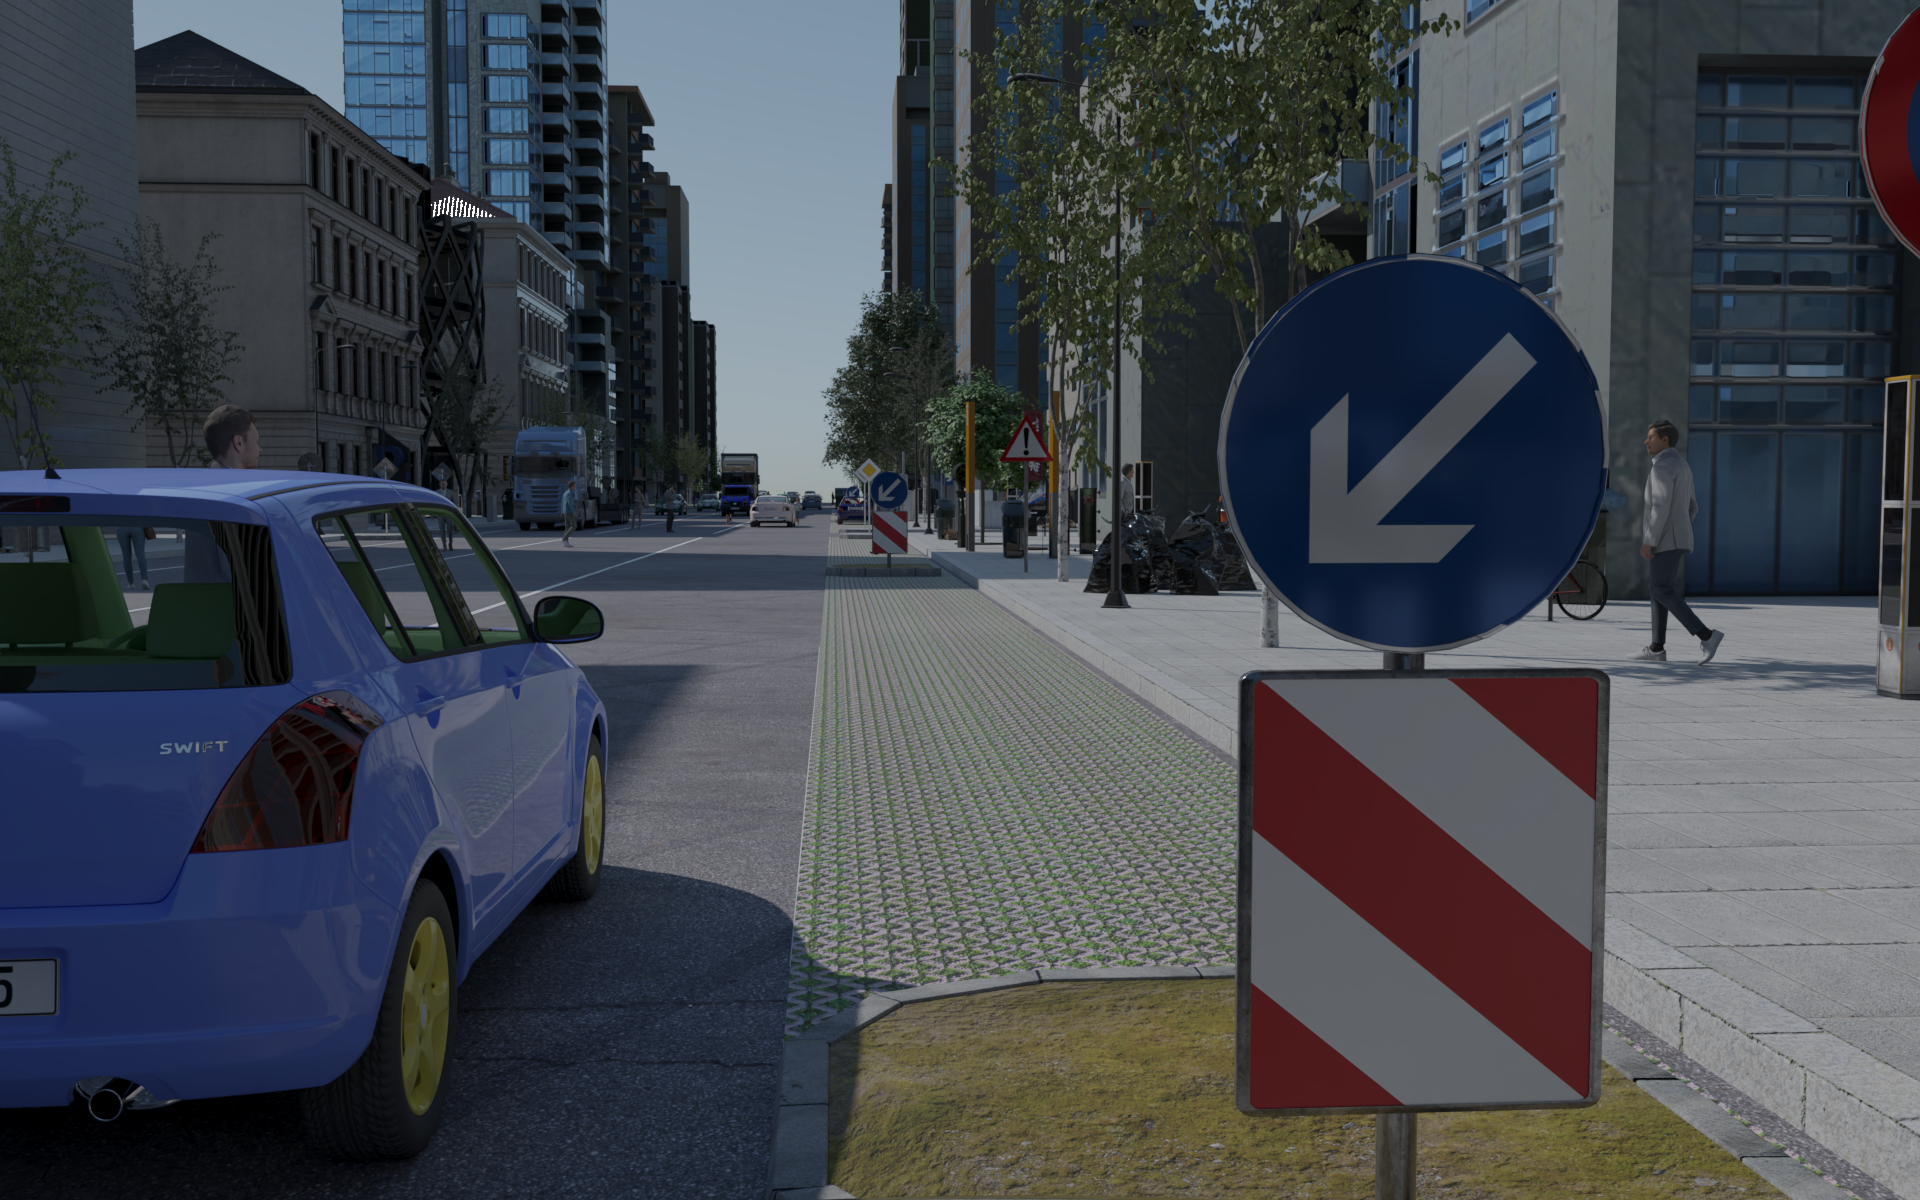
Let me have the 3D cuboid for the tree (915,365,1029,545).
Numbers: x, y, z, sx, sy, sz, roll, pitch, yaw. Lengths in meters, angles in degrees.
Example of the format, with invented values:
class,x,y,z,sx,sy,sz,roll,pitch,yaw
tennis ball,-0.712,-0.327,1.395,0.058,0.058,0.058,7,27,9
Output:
class,x,y,z,sx,sy,sz,roll,pitch,yaw
tree,0.487,-3.693,44.092,4.285,4.588,4.351,0,3,0

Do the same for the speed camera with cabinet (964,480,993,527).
class,x,y,z,sx,sy,sz,roll,pitch,yaw
speed camera with cabinet,0.698,-4.541,68.581,0.660,3.252,2.038,-1,4,-19

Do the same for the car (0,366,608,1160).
class,x,y,z,sx,sy,sz,roll,pitch,yaw
car,-2.059,0.282,4.987,1.945,1.707,3.694,0,4,-4

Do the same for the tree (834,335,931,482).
class,x,y,z,sx,sy,sz,roll,pitch,yaw
tree,-4.333,-11.616,108.053,7.486,12.596,7.792,0,3,0

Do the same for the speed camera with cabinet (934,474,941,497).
class,x,y,z,sx,sy,sz,roll,pitch,yaw
speed camera with cabinet,-1.872,-7.942,124.193,0.660,3.252,2.038,2,4,34

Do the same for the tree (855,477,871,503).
class,x,y,z,sx,sy,sz,roll,pitch,yaw
tree,-10.015,-12.730,191.841,4.285,4.588,4.351,0,3,0

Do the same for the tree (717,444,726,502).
class,x,y,z,sx,sy,sz,roll,pitch,yaw
tree,-34.303,-18.211,248.113,4.360,8.622,3.978,0,3,0

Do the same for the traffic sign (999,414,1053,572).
class,x,y,z,sx,sy,sz,roll,pitch,yaw
traffic sign,1.080,-1.730,28.282,0.884,2.594,0.081,0,4,1

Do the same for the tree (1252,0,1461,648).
class,x,y,z,sx,sy,sz,roll,pitch,yaw
tree,2.387,-3.901,14.144,4.737,8.622,4.395,0,3,0

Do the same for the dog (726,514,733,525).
class,x,y,z,sx,sy,sz,roll,pitch,yaw
dog,-10.619,-3.695,79.696,0.406,0.507,0.540,-2,4,-28

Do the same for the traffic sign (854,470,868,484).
class,x,y,z,sx,sy,sz,roll,pitch,yaw
traffic sign,-3.488,-3.770,63.826,0.795,2.593,0.064,0,4,-4

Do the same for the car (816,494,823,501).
class,x,y,z,sx,sy,sz,roll,pitch,yaw
car,-23.717,-16.768,285.948,2.131,1.459,4.920,0,4,-5

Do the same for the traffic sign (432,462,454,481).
class,x,y,z,sx,sy,sz,roll,pitch,yaw
traffic sign,-18.743,-3.703,62.738,0.795,2.593,0.064,0,4,-4

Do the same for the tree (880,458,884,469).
class,x,y,z,sx,sy,sz,roll,pitch,yaw
tree,-6.036,-11.262,134.498,4.737,8.622,4.395,0,3,0

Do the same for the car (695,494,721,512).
class,x,y,z,sx,sy,sz,roll,pitch,yaw
car,-20.736,-8.028,143.057,2.131,1.459,4.920,0,4,-5

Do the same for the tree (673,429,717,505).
class,x,y,z,sx,sy,sz,roll,pitch,yaw
tree,-30.504,-14.946,194.723,4.360,8.622,3.978,0,3,0

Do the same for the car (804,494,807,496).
class,x,y,z,sx,sy,sz,roll,pitch,yaw
car,-17.838,-11.961,205.792,2.015,1.641,3.980,0,4,-3

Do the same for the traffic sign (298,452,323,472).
class,x,y,z,sx,sy,sz,roll,pitch,yaw
traffic sign,-19.712,-3.207,52.546,0.768,2.556,0.104,0,4,2

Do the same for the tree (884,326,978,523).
class,x,y,z,sx,sy,sz,roll,pitch,yaw
tree,-1.352,-7.755,77.151,4.360,8.622,3.978,0,3,0

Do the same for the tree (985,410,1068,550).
class,x,y,z,sx,sy,sz,roll,pitch,yaw
tree,1.444,-2.771,39.903,1.663,3.219,1.824,0,3,0

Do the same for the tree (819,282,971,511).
class,x,y,z,sx,sy,sz,roll,pitch,yaw
tree,-3.227,-10.844,94.301,9.611,12.733,9.660,0,3,0

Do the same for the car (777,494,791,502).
class,x,y,z,sx,sy,sz,roll,pitch,yaw
car,-21.413,-12.236,208.848,1.959,1.807,4.718,0,4,-3

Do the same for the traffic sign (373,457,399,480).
class,x,y,z,sx,sy,sz,roll,pitch,yaw
traffic sign,-18.163,-3.216,54.774,0.795,2.593,0.064,0,4,-4

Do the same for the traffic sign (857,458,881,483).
class,x,y,z,sx,sy,sz,roll,pitch,yaw
traffic sign,-2.907,-3.283,55.862,0.795,2.593,0.064,0,4,-4

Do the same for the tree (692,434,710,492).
class,x,y,z,sx,sy,sz,roll,pitch,yaw
tree,-31.999,-15.686,206.825,4.737,8.622,4.395,0,3,0

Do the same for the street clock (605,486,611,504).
class,x,y,z,sx,sy,sz,roll,pitch,yaw
street clock,-27.549,-8.016,135.632,0.471,2.002,0.358,-2,4,-28

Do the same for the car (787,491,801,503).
class,x,y,z,sx,sy,sz,roll,pitch,yaw
car,-22.881,-13.939,236.579,2.281,1.827,5.304,0,4,-4

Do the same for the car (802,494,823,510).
class,x,y,z,sx,sy,sz,roll,pitch,yaw
car,-13.506,-8.933,158.056,2.014,1.417,4.499,0,4,-3

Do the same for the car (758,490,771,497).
class,x,y,z,sx,sy,sz,roll,pitch,yaw
car,-18.771,-9.364,161.776,2.281,1.827,5.304,0,4,-4

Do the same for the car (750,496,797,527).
class,x,y,z,sx,sy,sz,roll,pitch,yaw
car,-8.214,-3.901,76.145,2.083,1.381,4.827,0,4,-3

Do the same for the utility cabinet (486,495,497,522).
class,x,y,z,sx,sy,sz,roll,pitch,yaw
utility cabinet,-21.459,-4.171,79.362,0.306,1.237,1.020,0,4,-5

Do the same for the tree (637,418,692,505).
class,x,y,z,sx,sy,sz,roll,pitch,yaw
tree,-28.933,-13.192,166.057,4.737,8.622,4.395,0,3,0

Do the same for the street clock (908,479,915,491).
class,x,y,z,sx,sy,sz,roll,pitch,yaw
street clock,-2.384,-4.793,82.942,0.471,2.002,0.358,1,4,9

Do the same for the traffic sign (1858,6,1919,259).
class,x,y,z,sx,sy,sz,roll,pitch,yaw
traffic sign,2.568,-0.258,4.317,0.768,2.556,0.104,0,4,-2

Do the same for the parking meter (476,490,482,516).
class,x,y,z,sx,sy,sz,roll,pitch,yaw
parking meter,-28.376,-5.735,102.183,0.372,1.533,0.369,0,3,0

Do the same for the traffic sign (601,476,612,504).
class,x,y,z,sx,sy,sz,roll,pitch,yaw
traffic sign,-24.730,-7.406,121.189,0.768,2.556,0.104,0,4,4

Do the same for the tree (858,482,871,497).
class,x,y,z,sx,sy,sz,roll,pitch,yaw
tree,-9.598,-11.811,187.710,1.663,3.219,1.824,0,3,0

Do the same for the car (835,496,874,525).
class,x,y,z,sx,sy,sz,roll,pitch,yaw
car,-4.940,-4.246,81.999,1.945,1.354,3.894,0,4,-3

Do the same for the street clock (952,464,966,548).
class,x,y,z,sx,sy,sz,roll,pitch,yaw
street clock,0.060,-2.243,41.247,0.471,2.002,0.358,-2,4,-26

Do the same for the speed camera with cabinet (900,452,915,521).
class,x,y,z,sx,sy,sz,roll,pitch,yaw
speed camera with cabinet,-2.572,-5.321,81.331,0.660,3.252,2.038,1,4,20

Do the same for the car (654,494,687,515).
class,x,y,z,sx,sy,sz,roll,pitch,yaw
car,-19.729,-6.515,118.325,2.131,1.459,4.920,0,4,-3

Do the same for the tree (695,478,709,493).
class,x,y,z,sx,sy,sz,roll,pitch,yaw
tree,-32.010,-13.425,214.097,1.663,3.219,1.824,0,3,0

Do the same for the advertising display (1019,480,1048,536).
class,x,y,z,sx,sy,sz,roll,pitch,yaw
advertising display,2.169,-2.892,52.491,0.974,1.923,0.123,1,4,16

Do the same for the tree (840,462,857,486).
class,x,y,z,sx,sy,sz,roll,pitch,yaw
tree,-15.109,-18.224,248.328,4.360,8.622,3.978,0,3,0

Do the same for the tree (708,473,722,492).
class,x,y,z,sx,sy,sz,roll,pitch,yaw
tree,-36.752,-17.141,263.965,4.285,4.588,4.351,0,3,0

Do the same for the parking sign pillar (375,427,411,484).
class,x,y,z,sx,sy,sz,roll,pitch,yaw
parking sign pillar,-22.663,-4.940,69.249,1.447,3.967,1.447,1,4,10
